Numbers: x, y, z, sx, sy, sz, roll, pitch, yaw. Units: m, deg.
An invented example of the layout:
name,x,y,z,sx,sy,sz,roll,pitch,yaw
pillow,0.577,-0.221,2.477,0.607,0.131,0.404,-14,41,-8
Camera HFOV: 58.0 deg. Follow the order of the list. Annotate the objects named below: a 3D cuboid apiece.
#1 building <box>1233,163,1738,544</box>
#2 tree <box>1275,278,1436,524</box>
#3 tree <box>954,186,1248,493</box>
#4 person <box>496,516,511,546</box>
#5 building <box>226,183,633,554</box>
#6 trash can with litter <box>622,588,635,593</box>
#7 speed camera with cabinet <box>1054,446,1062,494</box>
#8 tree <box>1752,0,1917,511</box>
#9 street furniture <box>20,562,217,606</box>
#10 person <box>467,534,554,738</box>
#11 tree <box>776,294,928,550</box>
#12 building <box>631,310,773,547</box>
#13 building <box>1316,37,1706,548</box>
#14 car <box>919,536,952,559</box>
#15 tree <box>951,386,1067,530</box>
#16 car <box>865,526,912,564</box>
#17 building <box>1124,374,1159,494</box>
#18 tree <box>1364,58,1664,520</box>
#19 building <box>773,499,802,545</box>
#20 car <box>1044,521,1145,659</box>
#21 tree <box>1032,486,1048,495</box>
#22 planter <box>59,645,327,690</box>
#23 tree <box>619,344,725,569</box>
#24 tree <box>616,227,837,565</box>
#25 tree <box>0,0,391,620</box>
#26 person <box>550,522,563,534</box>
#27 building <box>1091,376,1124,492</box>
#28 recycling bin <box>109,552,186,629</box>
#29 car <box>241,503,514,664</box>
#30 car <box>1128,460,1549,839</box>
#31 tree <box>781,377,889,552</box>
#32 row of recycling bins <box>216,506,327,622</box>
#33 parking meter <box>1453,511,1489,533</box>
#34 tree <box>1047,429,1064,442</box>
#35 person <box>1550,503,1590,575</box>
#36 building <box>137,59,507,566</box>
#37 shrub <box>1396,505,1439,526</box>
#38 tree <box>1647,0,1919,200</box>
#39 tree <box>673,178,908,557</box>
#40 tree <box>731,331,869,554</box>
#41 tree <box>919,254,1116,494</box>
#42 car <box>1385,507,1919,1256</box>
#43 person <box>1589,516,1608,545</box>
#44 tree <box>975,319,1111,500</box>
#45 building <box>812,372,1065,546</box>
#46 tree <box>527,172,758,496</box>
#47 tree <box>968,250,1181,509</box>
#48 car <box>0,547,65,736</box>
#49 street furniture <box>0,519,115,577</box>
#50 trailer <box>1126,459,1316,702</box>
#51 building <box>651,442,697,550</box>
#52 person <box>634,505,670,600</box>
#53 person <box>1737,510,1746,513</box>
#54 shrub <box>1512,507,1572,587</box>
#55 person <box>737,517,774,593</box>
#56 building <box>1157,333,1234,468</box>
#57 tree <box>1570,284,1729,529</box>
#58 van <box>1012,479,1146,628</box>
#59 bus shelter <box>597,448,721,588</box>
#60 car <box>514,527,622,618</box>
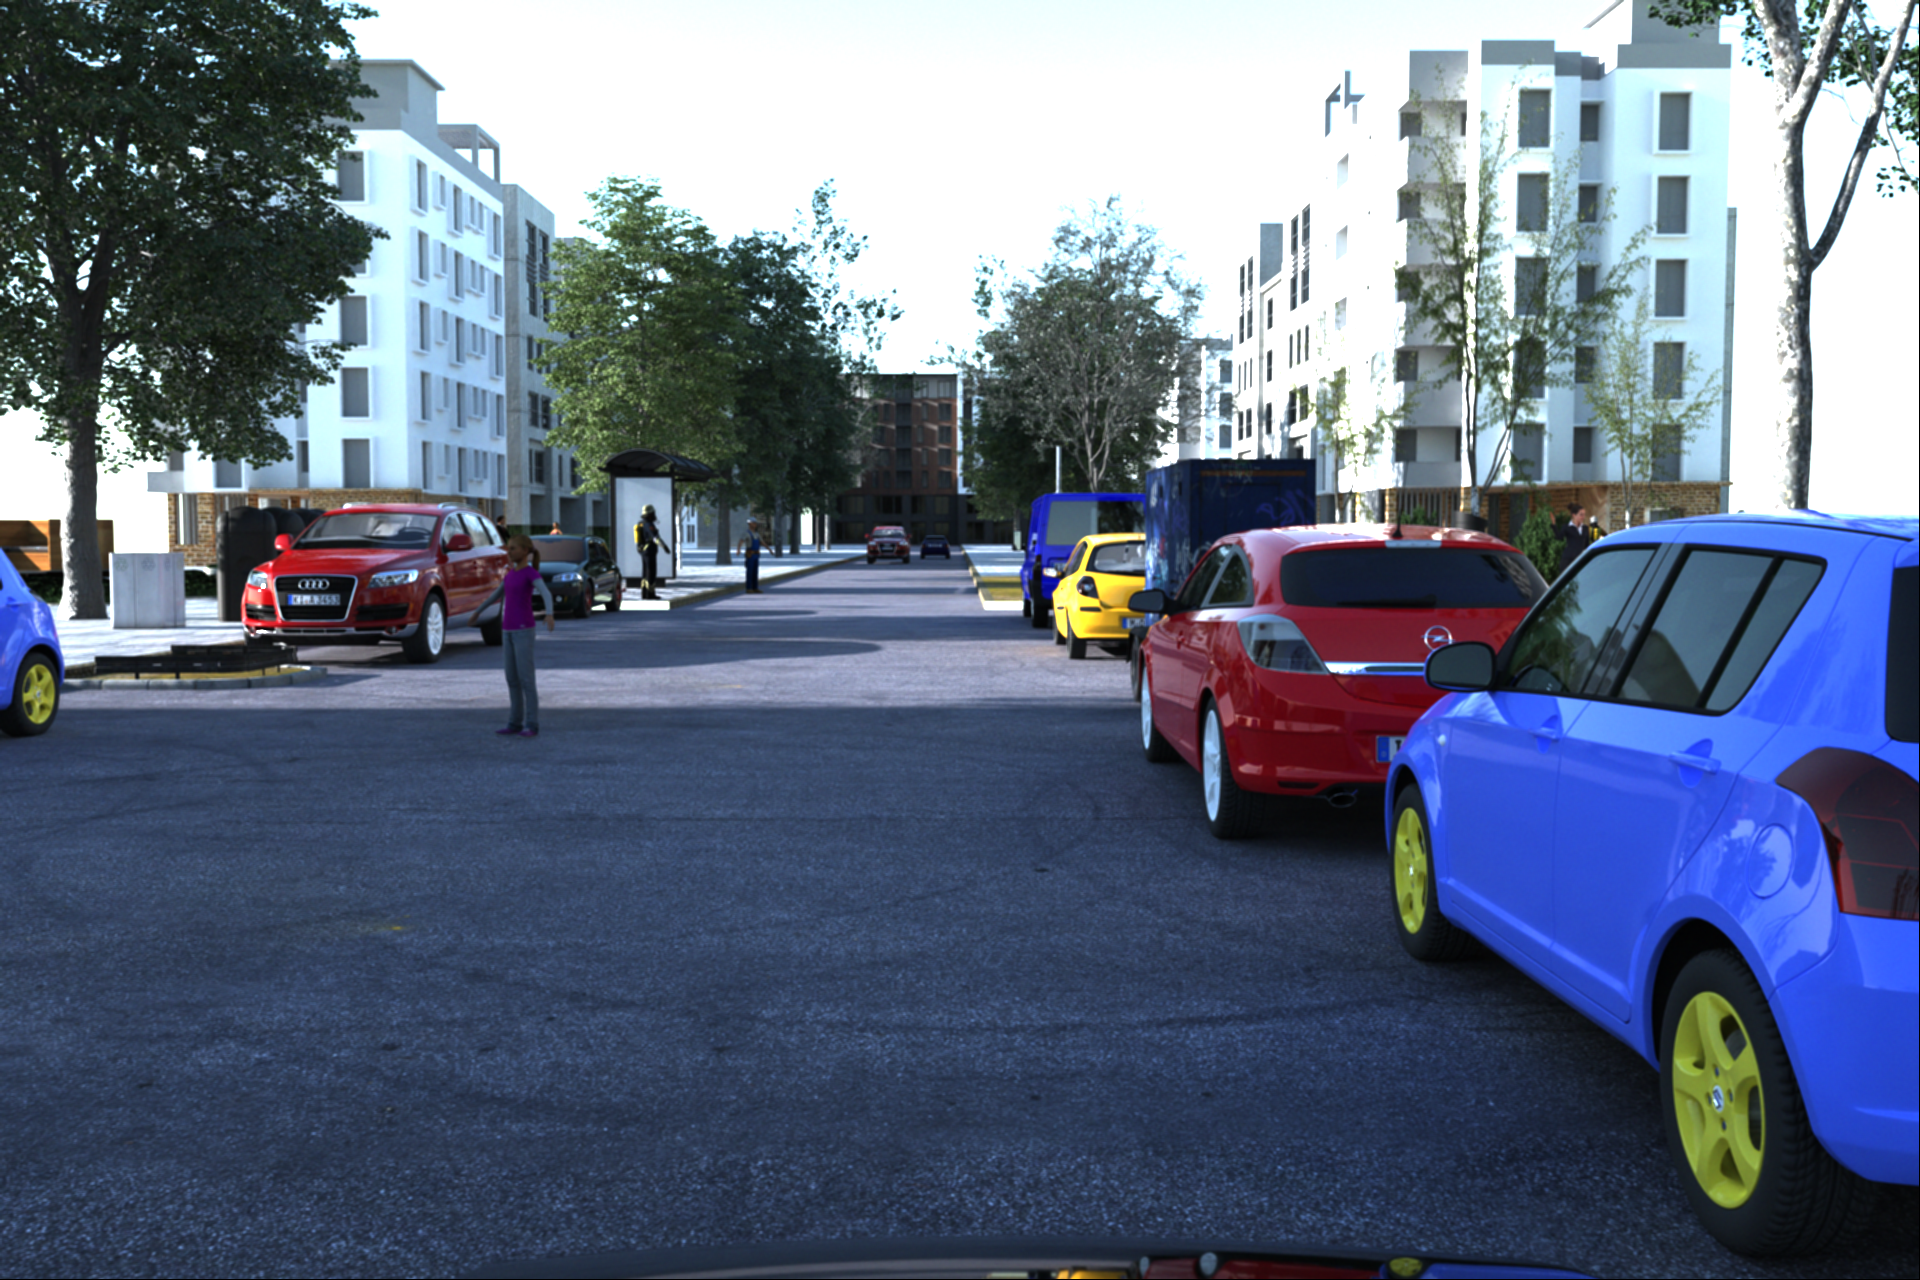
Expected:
name,x,y,z,sx,sy,sz,roll,pitch,yaw
building,25.379,-13.760,91.441,16.747,18.905,31.486,0,4,0
tree,10.896,-6.132,50.625,4.360,8.622,3.978,0,3,0
tree,4.919,-9.270,61.941,12.009,13.543,11.850,0,3,0
person,-13.223,-2.682,50.030,0.705,1.806,1.347,1,4,19
building,-30.732,-14.489,103.358,16.747,18.905,31.486,0,4,0
trash can with litter,-7.862,-1.663,38.250,1.678,1.210,2.233,0,4,0
speed camera with cabinet,2.436,-2.695,38.407,0.660,3.252,2.038,0,4,-2
tree,7.919,-9.793,16.007,12.611,20.169,13.585,0,3,0
street furniture,-16.188,-1.261,36.249,5.734,0.657,10.072,1,4,23
person,-3.162,-0.032,12.240,0.991,1.433,0.599,3,5,41
tree,-9.449,-17.160,136.448,12.611,20.169,13.585,0,3,0
building,-29.546,-21.193,177.435,19.493,23.208,18.063,0,4,0
building,20.303,-13.201,72.248,16.016,20.090,11.380,0,3,0
car,-1.440,-5.402,100.899,1.945,1.354,3.894,0,4,-1
tree,4.432,-14.194,138.731,9.857,13.997,8.962,0,3,0
car,-3.506,-4.702,85.558,2.281,1.827,5.304,0,4,-1
building,22.372,-19.911,181.963,16.016,20.090,11.380,0,4,0
tree,8.097,-4.729,27.684,4.360,8.622,3.978,0,3,0
building,-28.621,-20.594,203.170,16.747,18.905,31.486,0,4,1
car,2.065,-0.676,21.274,2.015,1.641,3.980,0,4,0
tree,4.492,-9.196,100.715,4.360,8.622,3.978,0,3,0
planter,-7.349,0.259,16.902,1.991,0.319,1.994,0,4,0
tree,-10.229,-6.910,63.339,4.360,8.622,3.978,0,3,0
tree,-10.064,-10.160,72.777,9.857,13.997,8.962,0,3,0
tree,-13.269,-7.300,26.004,9.857,13.997,8.962,0,3,0
person,-15.614,-3.666,66.735,1.217,1.733,0.721,2,4,29
building,22.982,-20.498,201.598,16.747,18.905,31.486,0,4,0
recycling bin,-11.110,-0.682,23.700,0.722,1.027,0.722,0,4,0
car,-6.824,-0.745,20.855,2.281,1.827,5.304,0,3,0
car,2.058,-0.036,9.628,2.155,1.783,4.494,0,4,0
tree,-10.168,-13.028,123.375,12.009,13.543,11.850,0,3,0
row of recycling bins,-10.501,-1.215,26.986,1.069,1.692,3.534,0,4,0
parking meter,5.550,-0.638,18.844,0.372,1.533,0.369,0,3,0
tree,5.516,-9.571,106.851,4.737,8.622,4.395,0,3,0
person,8.623,-1.074,24.410,0.742,1.727,0.445,-3,5,-43
building,-26.825,-13.089,70.429,16.016,20.090,11.380,0,4,0
shrub,11.784,-2.487,44.696,1.661,2.075,1.752,0,3,0
tree,22.157,-11.229,39.479,12.611,20.169,13.585,0,3,0
tree,-9.322,-14.509,93.110,12.611,20.169,13.585,0,3,0
tree,-10.553,-12.467,110.497,9.857,13.997,8.962,0,3,0
tree,3.896,-16.058,118.440,12.611,20.169,13.585,0,3,0
car,2.344,0.297,4.743,1.945,1.707,3.694,0,3,0
person,20.085,-3.009,54.965,1.354,1.858,0.705,0,4,-2
tree,4.659,-10.551,90.637,7.486,12.596,7.792,0,3,0
building,-2.561,-23.415,229.264,32.646,21.610,27.936,0,4,0
tree,-10.067,-8.385,55.220,7.486,12.596,7.792,0,3,0
tree,5.378,-10.475,77.921,9.857,13.997,8.962,0,3,0
car,-7.378,-0.088,11.031,1.945,1.707,3.694,0,3,0
street furniture,-28.609,-2.829,53.109,11.010,1.723,9.812,3,4,38
trailer,2.184,-0.493,15.113,1.471,1.999,3.904,0,4,-1
building,-27.658,-12.902,153.103,9.099,9.664,28.070,0,4,0
person,-6.070,-1.723,33.950,0.705,1.856,1.354,-2,4,-35
person,14.556,-1.568,32.446,1.217,1.737,0.721,-1,4,-13
shrub,13.666,-2.194,40.289,1.690,2.028,1.600,0,3,0
person,-5.001,-2.054,41.904,0.705,1.847,1.347,2,4,33
building,23.849,-18.787,163.581,16.016,20.090,11.380,0,4,0
tree,19.783,-6.183,51.450,4.360,8.622,3.978,0,3,0
van,2.021,-1.453,28.147,2.240,2.365,5.245,0,4,0
bus shelter,-7.478,-3.041,43.648,2.014,3.302,5.546,0,4,2
car,-7.173,-1.281,30.732,2.009,1.686,4.222,0,4,0
